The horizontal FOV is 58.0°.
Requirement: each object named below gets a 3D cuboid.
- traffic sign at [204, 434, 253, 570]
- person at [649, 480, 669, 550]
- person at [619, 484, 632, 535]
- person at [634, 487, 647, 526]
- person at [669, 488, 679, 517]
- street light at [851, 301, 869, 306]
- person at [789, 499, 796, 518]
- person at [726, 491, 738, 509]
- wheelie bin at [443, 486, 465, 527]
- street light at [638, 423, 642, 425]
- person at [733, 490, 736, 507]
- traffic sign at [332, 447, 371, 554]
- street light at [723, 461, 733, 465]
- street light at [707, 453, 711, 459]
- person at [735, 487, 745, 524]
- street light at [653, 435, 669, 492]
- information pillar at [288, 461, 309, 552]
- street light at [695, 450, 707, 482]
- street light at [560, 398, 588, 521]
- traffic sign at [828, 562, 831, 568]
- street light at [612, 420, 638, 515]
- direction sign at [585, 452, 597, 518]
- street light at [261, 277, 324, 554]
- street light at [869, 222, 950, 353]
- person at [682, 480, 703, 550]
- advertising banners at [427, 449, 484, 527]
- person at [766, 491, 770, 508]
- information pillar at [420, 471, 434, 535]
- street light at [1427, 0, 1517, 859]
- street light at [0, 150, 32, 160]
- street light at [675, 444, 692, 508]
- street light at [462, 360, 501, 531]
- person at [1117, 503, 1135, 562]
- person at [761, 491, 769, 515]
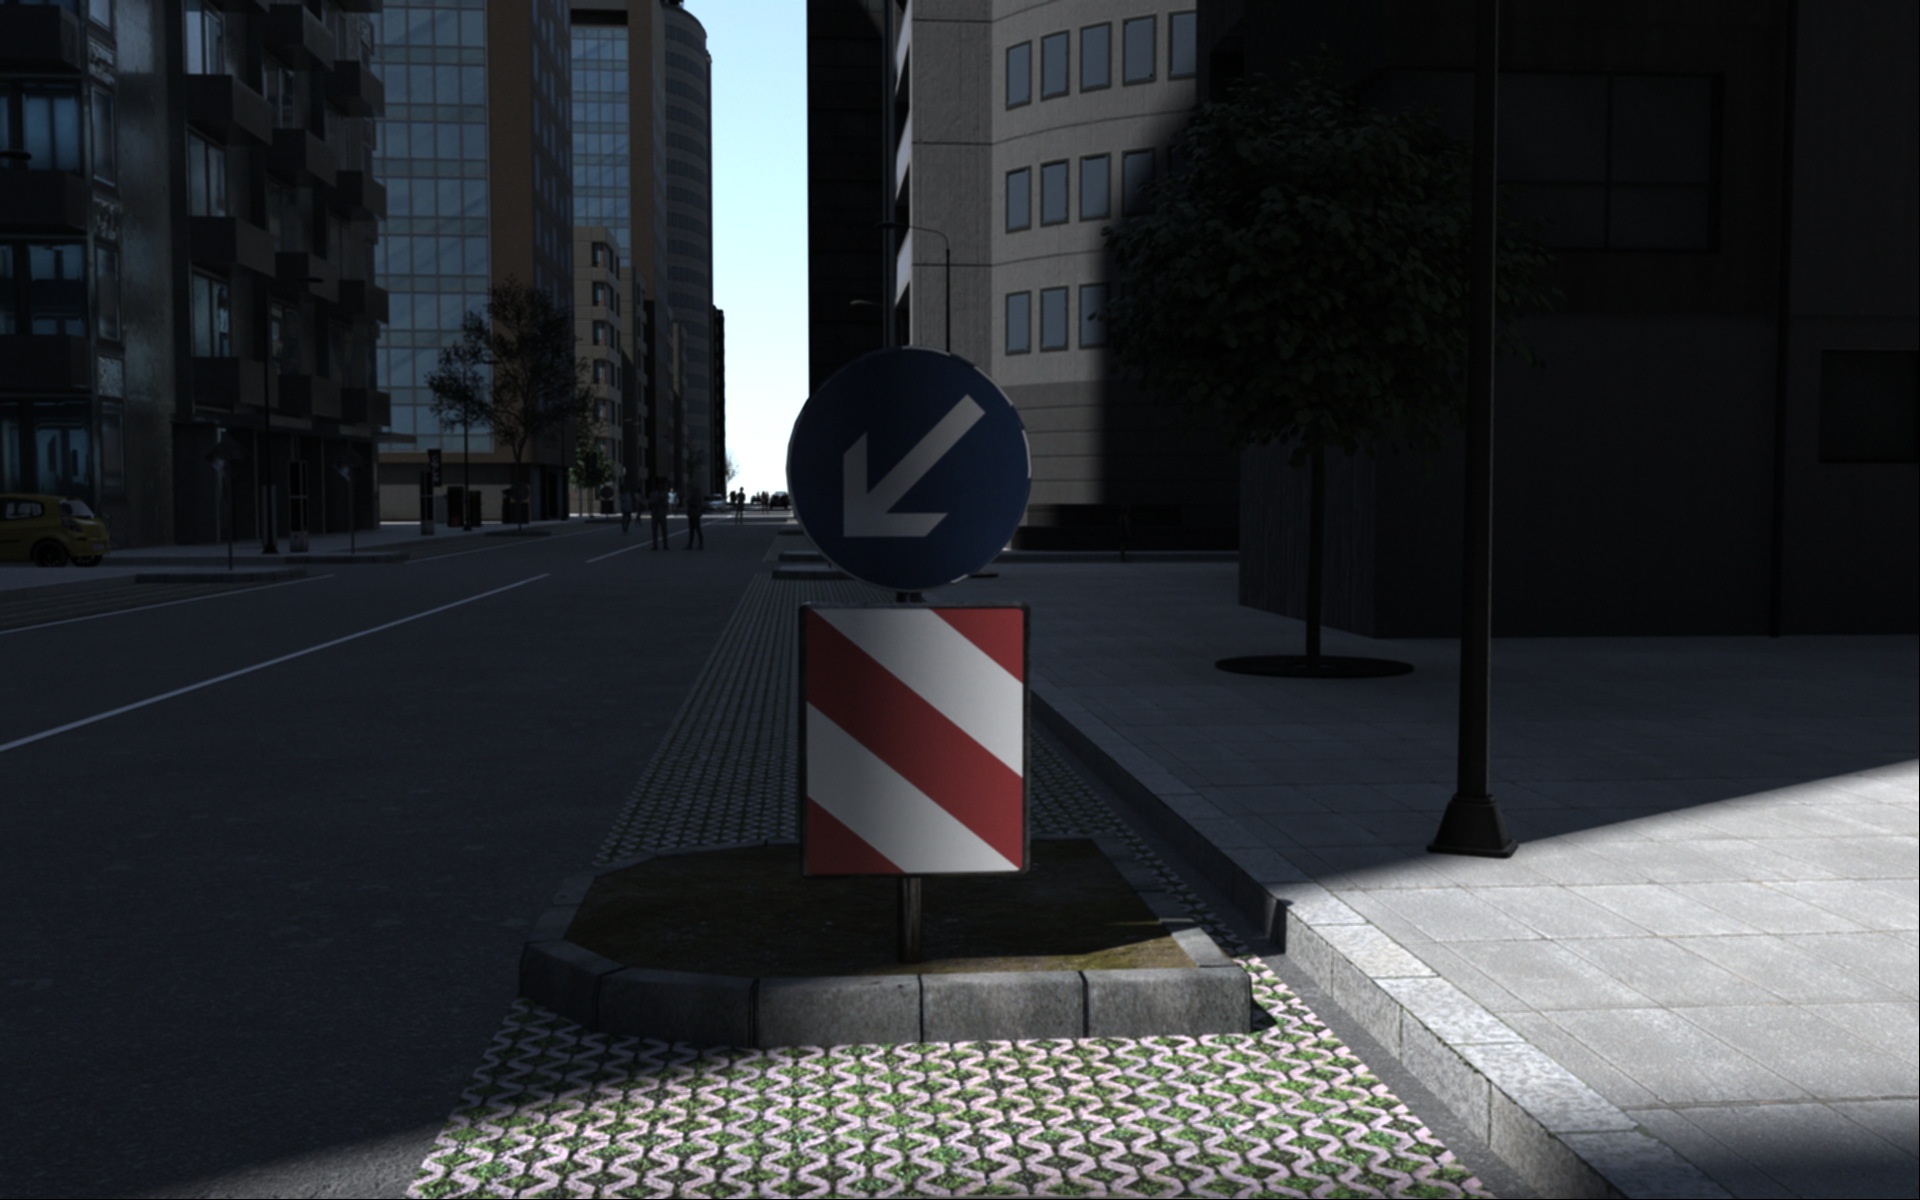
[{"bbox_3d":[-12.263,-1.555,29.071,0.795,2.450,0.064,0,4,-5],"label":"traffic sign"},{"bbox_3d":[-7.715,-2.186,44.426,0.511,1.800,0.466,-1,4,-16],"label":"person"},{"bbox_3d":[-11.798,-3.200,61.085,0.793,1.790,0.793,0,4,-4],"label":"person"},{"bbox_3d":[-14.222,-4.131,76.632,0.643,1.750,0.593,-3,5,-41],"label":"person"},{"bbox_3d":[-18.053,-6.151,109.091,0.660,1.820,0.620,0,4,-7],"label":"person"},{"bbox_3d":[-1.922,-4.237,41.812,1.470,5.913,1.316,0,4,-5],"label":"street light"},{"bbox_3d":[-9.689,-5.704,101.873,0.709,1.813,0.853,-1,4,-15],"label":"person"},{"bbox_3d":[-21.514,-9.435,163.582,1.217,1.723,0.721,-1,4,-19],"label":"person"},{"bbox_3d":[-19.831,-3.681,68.093,0.980,1.594,0.693,0,4,-7],"label":"wheelie bin"},{"bbox_3d":[-21.529,-8.617,113.434,1.470,5.913,1.316,0,4,-5],"label":"street light"},{"bbox_3d":[-24.095,-10.800,185.070,0.705,1.826,1.348,0,4,4],"label":"person"},{"bbox_3d":[-12.994,-2.042,37.023,0.795,2.450,0.064,0,4,-5],"label":"traffic sign"},{"bbox_3d":[-35.541,-17.939,265.843,1.470,5.913,1.316,0,4,-5],"label":"street light"},{"bbox_3d":[-29.045,-13.652,195.743,1.470,5.913,1.316,0,4,-5],"label":"street light"},{"bbox_3d":[-10.492,-4.522,82.773,0.599,1.781,0.374,-2,4,-29],"label":"person"},{"bbox_3d":[-23.721,-10.067,137.141,1.470,5.913,1.316,0,4,-5],"label":"street light"},{"bbox_3d":[-14.644,-2.070,38.328,0.304,2.012,0.304,0,4,2],"label":"information pillar"},{"bbox_3d":[-27.974,-12.947,184.219,1.470,5.913,1.316,0,4,-5],"label":"street light"},{"bbox_3d":[-18.581,-6.786,83.484,1.470,5.913,1.316,0,4,-5],"label":"street light"},{"bbox_3d":[-2.259,-1.610,29.967,0.795,2.450,0.064,0,4,-5],"label":"traffic sign"},{"bbox_3d":[-21.063,-8.280,107.915,1.470,5.913,1.316,0,4,-5],"label":"street light"},{"bbox_3d":[-19.923,-6.215,93.608,0.379,3.537,0.876,2,4,29],"label":"direction sign"},{"bbox_3d":[-14.290,-3.949,37.105,1.470,5.913,1.316,0,4,-5],"label":"street light"},{"bbox_3d":[-0.744,-3.499,29.753,1.470,5.913,1.316,0,4,-5],"label":"street light"},{"bbox_3d":[-6.868,-2.193,44.540,0.526,1.800,0.537,-1,4,-15],"label":"person"},{"bbox_3d":[-19.576,-4.343,67.192,2.074,3.025,0.090,-1,4,-9],"label":"advertising banners"},{"bbox_3d":[-20.404,-10.688,183.968,1.217,1.735,0.721,3,5,43],"label":"person"},{"bbox_3d":[-16.734,-3.050,54.367,0.304,2.012,0.304,3,4,38],"label":"information pillar"},{"bbox_3d":[1.313,-2.049,6.044,1.470,5.913,1.316,0,4,-5],"label":"street light"},{"bbox_3d":[-13.231,-3.116,23.483,1.470,5.913,1.316,0,4,-5],"label":"street light"},{"bbox_3d":[-25.781,-11.486,160.338,1.470,5.913,1.316,0,4,-5],"label":"street light"},{"bbox_3d":[-16.641,-5.366,60.276,1.470,5.913,1.316,0,4,-5],"label":"street light"},{"bbox_3d":[3.506,-1.428,36.523,0.373,1.253,0.362,0,4,-2],"label":"person"},{"bbox_3d":[-13.421,-6.676,119.114,0.415,1.643,0.593,3,5,44],"label":"person"}]
